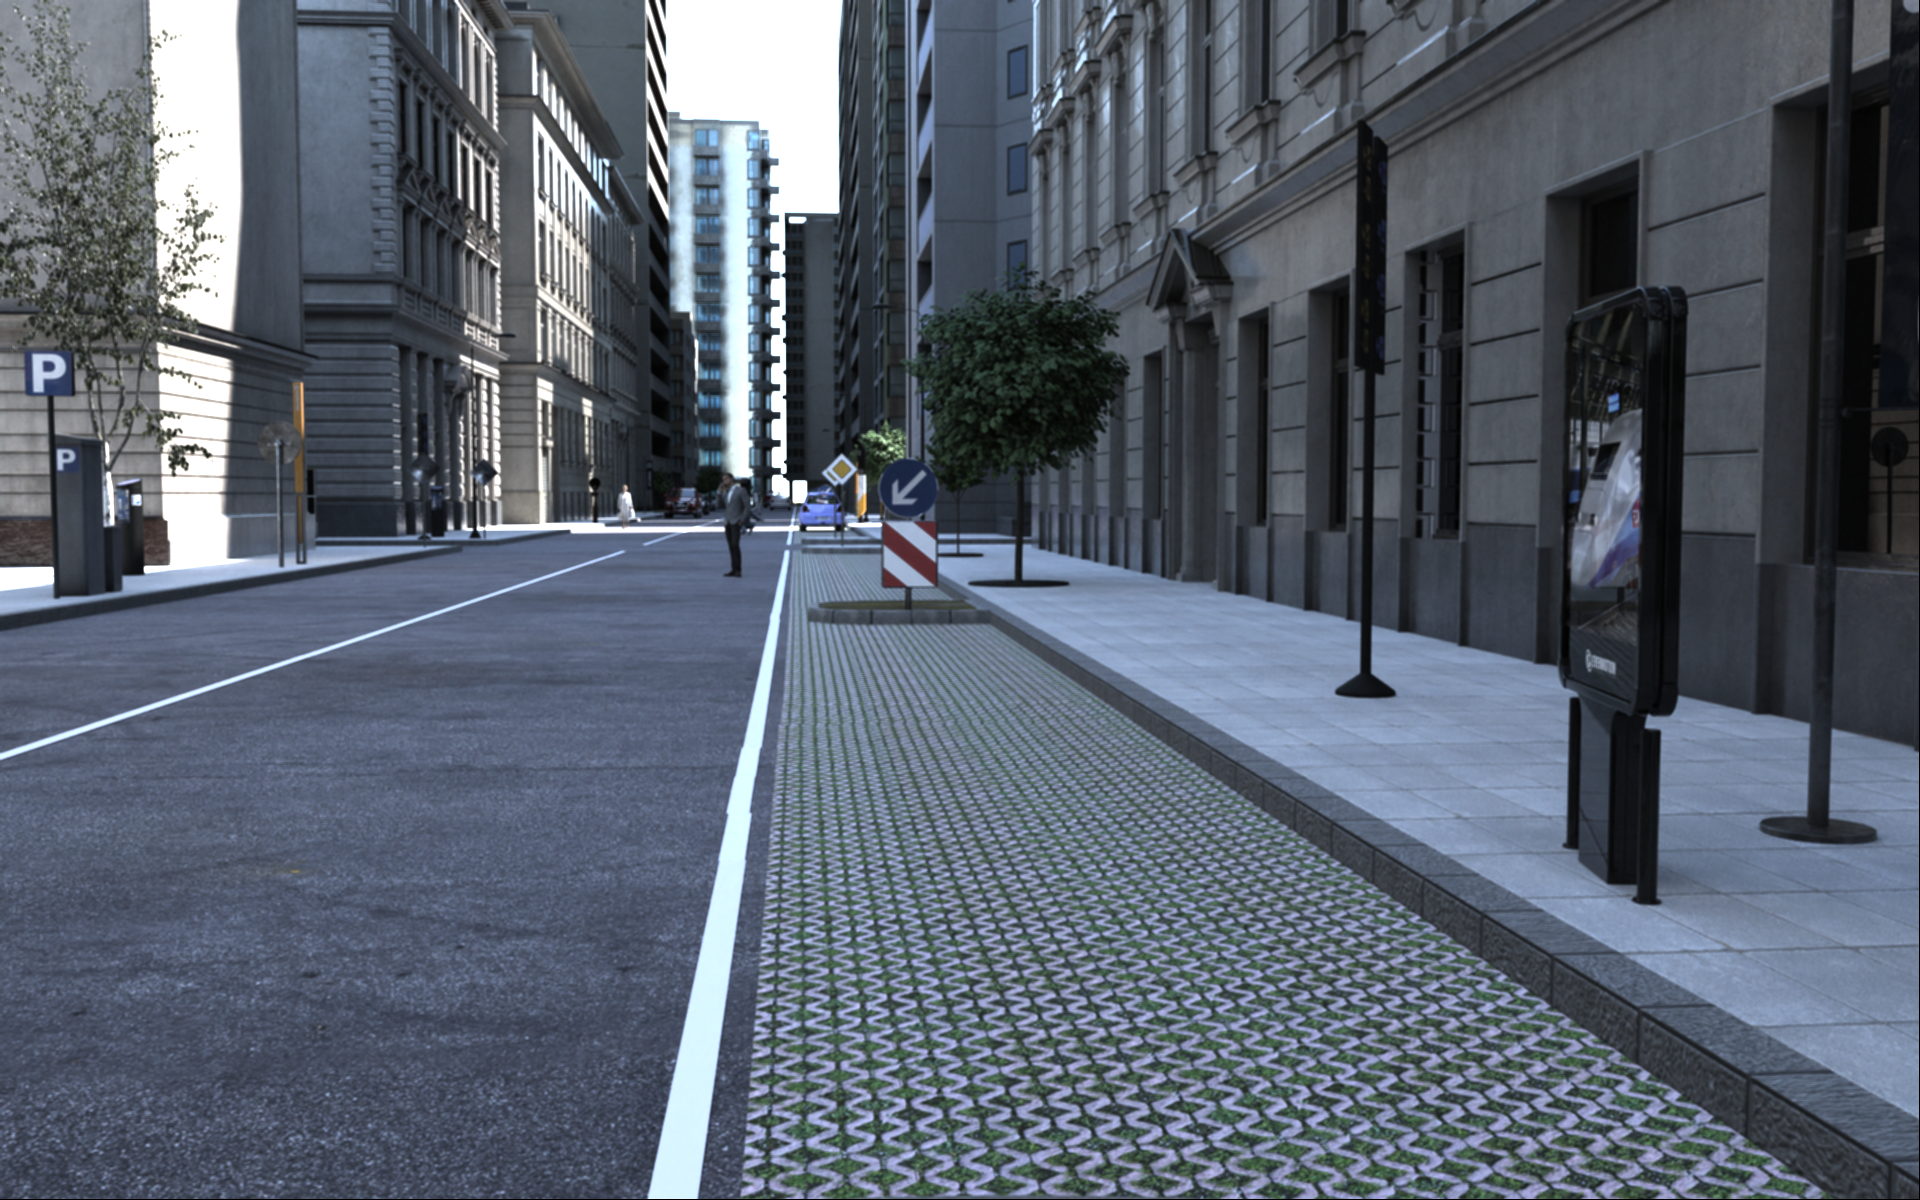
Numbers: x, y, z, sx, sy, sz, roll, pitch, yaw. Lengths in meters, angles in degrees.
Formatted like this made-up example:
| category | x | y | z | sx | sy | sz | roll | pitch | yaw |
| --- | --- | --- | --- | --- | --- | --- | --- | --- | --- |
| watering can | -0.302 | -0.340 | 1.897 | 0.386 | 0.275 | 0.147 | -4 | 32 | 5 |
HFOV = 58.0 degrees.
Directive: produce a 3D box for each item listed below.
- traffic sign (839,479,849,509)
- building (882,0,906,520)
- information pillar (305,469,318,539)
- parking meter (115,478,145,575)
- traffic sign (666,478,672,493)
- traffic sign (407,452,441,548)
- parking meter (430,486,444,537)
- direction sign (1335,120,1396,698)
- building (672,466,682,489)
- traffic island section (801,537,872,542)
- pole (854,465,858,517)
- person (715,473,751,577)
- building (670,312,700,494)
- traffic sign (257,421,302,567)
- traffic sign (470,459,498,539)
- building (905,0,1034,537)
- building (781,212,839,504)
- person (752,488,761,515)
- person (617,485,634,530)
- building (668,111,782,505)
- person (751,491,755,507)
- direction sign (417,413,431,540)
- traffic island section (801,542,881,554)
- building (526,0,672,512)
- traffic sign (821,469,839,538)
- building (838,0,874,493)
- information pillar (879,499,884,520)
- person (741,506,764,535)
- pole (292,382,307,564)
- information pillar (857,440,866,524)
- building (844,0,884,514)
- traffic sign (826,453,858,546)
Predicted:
| category | x | y | z | sx | sy | sz | roll | pitch | yaw |
| --- | --- | --- | --- | --- | --- | --- | --- | --- | --- |
| traffic sign | -7.281 | -6.578 | 107.660 | 0.768 | 2.556 | 0.104 | 0 | 4 | 3 |
| building | 2.889 | -19.502 | 90.559 | 14.160 | 30.474 | 14.107 | 0 | 4 | -5 |
| information pillar | -18.725 | -2.781 | 49.969 | 0.304 | 2.012 | 0.304 | -1 | 4 | -12 |
| parking meter | -13.135 | -1.163 | 27.421 | 0.372 | 1.533 | 0.369 | 0 | 3 | 0 |
| traffic sign | -20.288 | -7.260 | 119.891 | 0.795 | 2.450 | 0.064 | 0 | 4 | -5 |
| traffic sign | -12.842 | -2.316 | 41.509 | 0.795 | 2.450 | 0.064 | 0 | 4 | -5 |
| parking meter | -15.633 | -2.654 | 51.803 | 0.372 | 1.533 | 0.369 | 0 | 3 | 0 |
| direction sign | 2.593 | -1.161 | 10.973 | 0.379 | 3.537 | 0.876 | 2 | 4 | 23 |
| building | -35.656 | -43.768 | 153.857 | 20.563 | 71.187 | 20.611 | 0 | 4 | -5 |
| traffic island section | -3.611 | -1.723 | 50.447 | 2.009 | 0.180 | 2.903 | 0 | 4 | -5 |
| pole | -5.835 | -6.331 | 97.357 | 0.158 | 3.312 | 0.155 | 0 | 3 | 0 |
| person | -3.953 | -1.313 | 30.142 | 0.473 | 1.802 | 0.592 | -3 | 4 | -39 |
| building | -43.013 | -20.705 | 183.566 | 28.899 | 21.520 | 27.650 | 0 | 4 | -5 |
| traffic sign | -11.892 | -1.846 | 30.283 | 0.768 | 2.556 | 0.104 | 0 | 4 | -1 |
| traffic sign | -13.587 | -2.802 | 49.460 | 0.795 | 2.450 | 0.064 | 0 | 4 | -5 |
| building | 12.703 | -31.671 | 59.827 | 28.212 | 58.520 | 21.231 | 0 | 4 | -5 |
| building | -11.137 | -32.623 | 225.260 | 23.993 | 40.220 | 32.217 | 0 | 4 | -5 |
| person | -13.892 | -6.703 | 117.967 | 0.818 | 1.842 | 0.514 | 1 | 4 | 9 |
| person | -13.291 | -3.673 | 68.913 | 0.694 | 1.780 | 0.624 | 0 | 4 | 1 |
| building | -37.932 | -36.663 | 219.043 | 30.456 | 49.044 | 23.786 | 0 | 4 | -5 |
| person | -23.400 | -11.477 | 196.143 | 0.705 | 1.824 | 1.348 | 1 | 4 | 21 |
| direction sign | -15.130 | -3.475 | 48.821 | 0.379 | 3.537 | 0.876 | -2 | 4 | -33 |
| traffic island section | -2.866 | -1.236 | 42.497 | 2.009 | 0.180 | 2.903 | 0 | 4 | -5 |
| building | -33.971 | -31.182 | 133.524 | 21.300 | 48.544 | 21.600 | 0 | 4 | -5 |
| traffic sign | -3.634 | -2.858 | 50.368 | 0.795 | 2.450 | 0.064 | 0 | 4 | -5 |
| building | -0.317 | -32.814 | 160.205 | 21.300 | 48.544 | 21.600 | 0 | 4 | -5 |
| information pillar | -3.842 | -5.755 | 85.448 | 0.183 | 3.616 | 0.504 | 1 | 4 | 13 |
| person | -7.376 | -2.861 | 60.783 | 1.012 | 1.151 | 0.738 | -1 | 4 | -20 |
| pole | -12.086 | -2.315 | 31.700 | 0.158 | 3.312 | 0.155 | 0 | 3 | 0 |
| information pillar | -4.251 | -5.108 | 74.871 | 0.183 | 3.616 | 0.504 | -3 | 5 | -40 |
| building | 2.669 | -41.374 | 114.718 | 20.563 | 71.187 | 20.611 | 0 | 4 | -5 |
| traffic sign | -2.889 | -2.372 | 42.418 | 0.795 | 2.450 | 0.064 | 0 | 4 | -5 |
